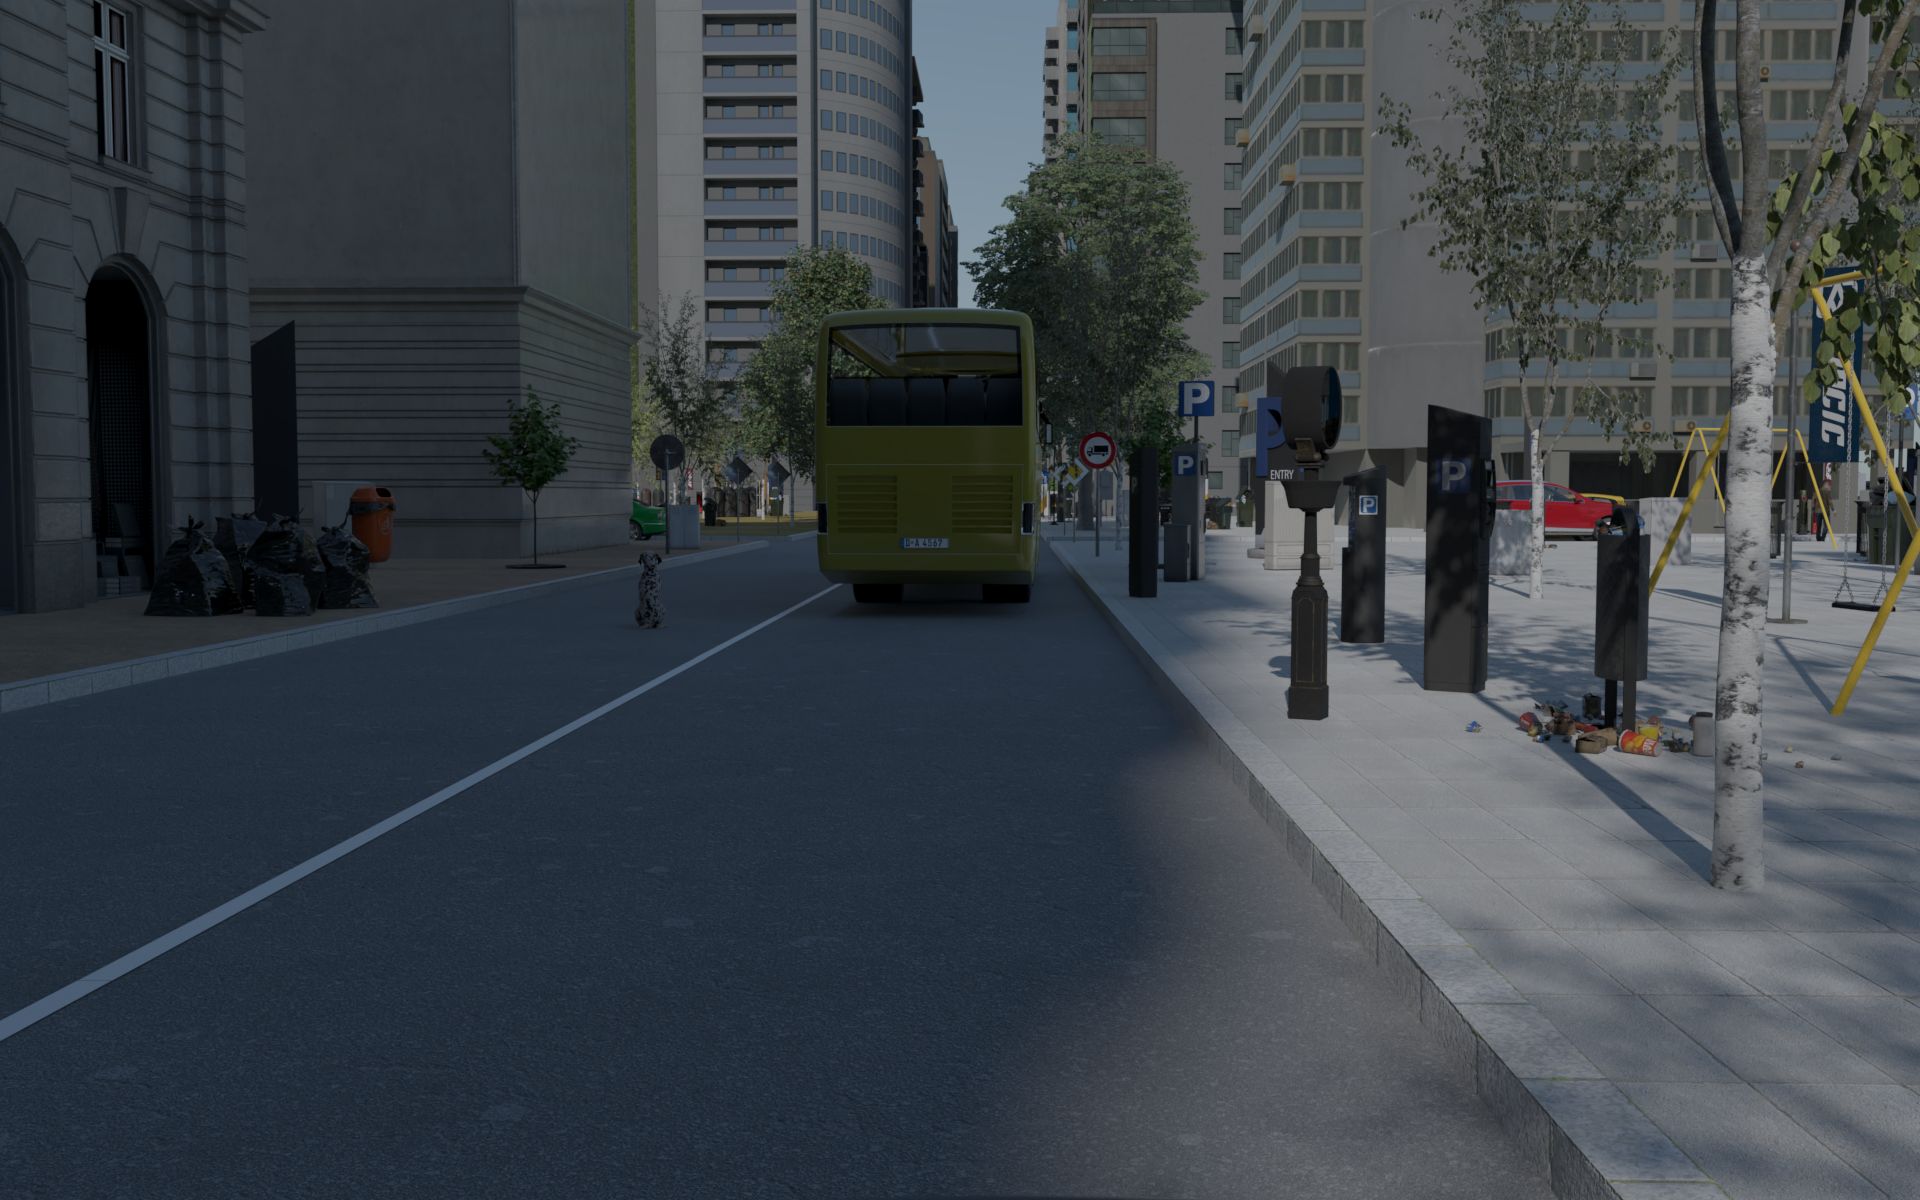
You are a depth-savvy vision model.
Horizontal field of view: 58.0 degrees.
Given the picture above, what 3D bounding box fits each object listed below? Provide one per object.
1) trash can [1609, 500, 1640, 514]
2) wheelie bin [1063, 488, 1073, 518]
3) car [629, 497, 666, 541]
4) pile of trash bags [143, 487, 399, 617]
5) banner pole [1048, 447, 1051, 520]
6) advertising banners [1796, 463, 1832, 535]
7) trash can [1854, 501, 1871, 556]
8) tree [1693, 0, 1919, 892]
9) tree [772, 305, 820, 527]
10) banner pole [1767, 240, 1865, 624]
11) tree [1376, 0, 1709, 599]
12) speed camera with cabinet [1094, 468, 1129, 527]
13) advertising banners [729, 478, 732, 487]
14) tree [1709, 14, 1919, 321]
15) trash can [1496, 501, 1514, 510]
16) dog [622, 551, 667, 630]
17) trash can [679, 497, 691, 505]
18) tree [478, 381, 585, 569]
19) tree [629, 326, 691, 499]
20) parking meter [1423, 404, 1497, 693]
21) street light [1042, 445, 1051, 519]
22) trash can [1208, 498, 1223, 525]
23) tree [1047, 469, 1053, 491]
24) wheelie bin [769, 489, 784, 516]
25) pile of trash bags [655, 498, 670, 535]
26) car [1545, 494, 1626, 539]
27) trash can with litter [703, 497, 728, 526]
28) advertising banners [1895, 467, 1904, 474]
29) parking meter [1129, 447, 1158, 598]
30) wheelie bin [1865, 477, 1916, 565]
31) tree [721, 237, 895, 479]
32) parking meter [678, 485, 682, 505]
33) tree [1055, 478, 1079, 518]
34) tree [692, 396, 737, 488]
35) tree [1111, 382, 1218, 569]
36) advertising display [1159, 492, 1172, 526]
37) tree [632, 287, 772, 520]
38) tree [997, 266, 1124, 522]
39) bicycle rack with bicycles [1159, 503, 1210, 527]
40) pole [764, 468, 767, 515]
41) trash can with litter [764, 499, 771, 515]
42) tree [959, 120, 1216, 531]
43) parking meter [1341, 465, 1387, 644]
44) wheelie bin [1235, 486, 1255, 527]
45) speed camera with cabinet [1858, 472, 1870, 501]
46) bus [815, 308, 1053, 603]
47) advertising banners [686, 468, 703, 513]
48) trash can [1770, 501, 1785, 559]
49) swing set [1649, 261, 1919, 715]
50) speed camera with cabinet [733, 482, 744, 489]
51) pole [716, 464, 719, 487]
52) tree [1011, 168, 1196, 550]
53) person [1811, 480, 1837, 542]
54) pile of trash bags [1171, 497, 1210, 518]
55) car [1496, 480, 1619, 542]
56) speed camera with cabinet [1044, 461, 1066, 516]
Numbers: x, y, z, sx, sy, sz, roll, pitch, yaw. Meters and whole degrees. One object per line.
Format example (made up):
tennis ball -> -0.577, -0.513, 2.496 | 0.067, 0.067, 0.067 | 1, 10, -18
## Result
trash can -> 15.314, -1.725, 39.852 | 0.748, 1.137, 0.748 | 0, 3, 0
wheelie bin -> 5.501, -5.103, 91.344 | 0.693, 1.594, 0.980 | 3, 5, 44
car -> -10.817, -2.557, 50.611 | 4.718, 1.807, 1.959 | 0, 4, 1
pile of trash bags -> -7.458, -0.605, 19.642 | 1.912, 1.369, 3.447 | 1, 4, 13
banner pole -> 4.399, -5.800, 84.843 | 0.401, 3.779, 0.863 | 1, 4, 8
advertising banners -> 26.946, -3.567, 54.516 | 2.074, 3.025, 0.090 | -2, 4, -35
trash can -> 18.865, -1.476, 35.782 | 0.748, 1.137, 0.748 | 0, 3, 0
tree -> 2.756, -3.360, 5.299 | 4.737, 8.622, 4.395 | 0, 3, 0
tree -> -6.400, -7.210, 68.245 | 4.360, 8.622, 3.978 | 0, 3, 0
banner pole -> 8.404, -1.650, 16.997 | 0.863, 3.779, 0.401 | 3, 5, 43
tree -> 7.025, -4.305, 20.754 | 4.360, 8.622, 3.978 | 0, 3, 0
speed camera with cabinet -> 6.343, -4.524, 68.305 | 2.038, 3.252, 0.660 | 0, 4, -6
advertising banners -> -14.974, -7.311, 115.729 | 0.090, 3.025, 2.074 | 2, 4, 24
tree -> 12.876, -4.425, 22.718 | 4.360, 8.622, 3.978 | 0, 3, 0
trash can -> 11.345, -1.534, 36.733 | 0.748, 1.137, 0.748 | 0, 3, 0
dog -> -3.417, -0.104, 18.544 | 0.513, 0.831, 0.800 | 2, 4, 31
trash can -> -15.500, -5.260, 97.658 | 0.748, 1.137, 0.748 | 0, 3, 0
tree -> -7.513, -2.165, 30.002 | 1.663, 3.219, 1.824 | 0, 3, 0
tree -> -14.695, -7.601, 74.638 | 4.737, 8.622, 4.395 | 0, 3, 0
parking meter -> 3.251, -0.340, 11.262 | 0.399, 1.863, 0.255 | 2, 4, 33
street light -> 4.620, -7.129, 89.342 | 0.468, 5.910, 1.993 | 0, 4, 2
trash can -> 9.643, -3.248, 64.754 | 0.748, 1.137, 0.748 | 0, 3, 0
tree -> 5.339, -7.082, 110.398 | 1.663, 3.219, 1.824 | 0, 3, 0
wheelie bin -> -10.522, -5.595, 99.383 | 0.980, 1.594, 0.693 | 2, 4, 35
pile of trash bags -> -10.567, -2.753, 54.772 | 3.447, 1.369, 1.912 | 1, 4, 17
car -> 17.616, -2.454, 50.342 | 3.980, 1.641, 2.015 | 0, 4, 3
trash can with litter -> -9.724, -3.521, 68.962 | 1.055, 1.170, 0.624 | 2, 4, 29
advertising banners -> 59.917, -7.089, 112.097 | 2.074, 3.025, 0.090 | 1, 4, 19
parking meter -> 2.280, -0.970, 21.564 | 0.255, 1.863, 0.399 | -1, 4, -16
wheelie bin -> 16.872, -1.435, 31.366 | 0.693, 1.594, 0.980 | -1, 4, -15
tree -> -5.909, -9.818, 77.528 | 9.611, 12.733, 9.660 | 0, 3, 0
parking meter -> -18.194, -6.562, 113.007 | 0.255, 1.863, 0.399 | -2, 4, -34
tree -> 6.188, -6.029, 93.179 | 1.663, 3.219, 1.824 | 0, 3, 0
tree -> -17.891, -10.691, 125.155 | 4.737, 8.622, 4.395 | 0, 3, 0
tree -> 3.369, -2.174, 30.152 | 1.663, 3.219, 1.824 | 0, 3, 0
advertising display -> 8.267, -3.951, 69.820 | 0.974, 1.923, 0.123 | 1, 4, 22
tree -> -9.780, -6.831, 62.056 | 4.360, 8.622, 3.978 | 0, 3, 0
tree -> 4.420, -9.346, 78.558 | 9.928, 11.665, 9.643 | 0, 3, 0
bicycle rack with bicycles -> 8.850, -3.285, 67.095 | 2.925, 0.926, 2.852 | -1, 4, -10
pole -> -12.211, -7.009, 108.442 | 0.158, 3.312, 0.155 | 0, 3, 0
trash can with litter -> -12.035, -5.844, 106.934 | 1.055, 1.170, 0.624 | -2, 4, -25
tree -> 4.509, -9.427, 60.794 | 9.857, 13.997, 8.962 | 0, 3, 0
parking meter -> 3.495, -0.402, 14.990 | 0.372, 1.533, 0.369 | 0, 3, 0
wheelie bin -> 11.060, -3.623, 67.152 | 0.693, 1.594, 0.980 | 0, 4, -2
speed camera with cabinet -> 37.177, -4.696, 71.111 | 0.660, 3.252, 2.038 | 0, 4, -7
bus -> -0.076, -2.092, 25.743 | 2.896, 3.916, 12.252 | 0, 4, 3
advertising banners -> -17.335, -7.294, 115.440 | 2.074, 3.025, 0.090 | 1, 4, 20
trash can -> 15.972, -1.390, 34.377 | 0.748, 1.137, 0.748 | 0, 3, 0
swing set -> 6.375, -0.842, 11.384 | 2.862, 2.851, 3.119 | 0, 4, -5
speed camera with cabinet -> -13.110, -6.608, 102.375 | 0.660, 3.252, 2.038 | 0, 4, -8
pole -> -16.297, -7.491, 116.313 | 0.158, 3.312, 0.155 | 0, 3, 0
tree -> 3.527, -5.452, 39.511 | 4.360, 8.622, 3.978 | 0, 3, 0
person -> 24.350, -2.472, 48.827 | 0.656, 1.842, 0.836 | 2, 4, 26
pile of trash bags -> 12.669, -5.089, 92.960 | 3.447, 1.369, 1.912 | 0, 4, -7
car -> 16.079, -2.413, 48.130 | 5.304, 1.827, 2.281 | 0, 4, 0
speed camera with cabinet -> 5.801, -6.593, 102.124 | 2.038, 3.252, 0.660 | -3, 4, -38
